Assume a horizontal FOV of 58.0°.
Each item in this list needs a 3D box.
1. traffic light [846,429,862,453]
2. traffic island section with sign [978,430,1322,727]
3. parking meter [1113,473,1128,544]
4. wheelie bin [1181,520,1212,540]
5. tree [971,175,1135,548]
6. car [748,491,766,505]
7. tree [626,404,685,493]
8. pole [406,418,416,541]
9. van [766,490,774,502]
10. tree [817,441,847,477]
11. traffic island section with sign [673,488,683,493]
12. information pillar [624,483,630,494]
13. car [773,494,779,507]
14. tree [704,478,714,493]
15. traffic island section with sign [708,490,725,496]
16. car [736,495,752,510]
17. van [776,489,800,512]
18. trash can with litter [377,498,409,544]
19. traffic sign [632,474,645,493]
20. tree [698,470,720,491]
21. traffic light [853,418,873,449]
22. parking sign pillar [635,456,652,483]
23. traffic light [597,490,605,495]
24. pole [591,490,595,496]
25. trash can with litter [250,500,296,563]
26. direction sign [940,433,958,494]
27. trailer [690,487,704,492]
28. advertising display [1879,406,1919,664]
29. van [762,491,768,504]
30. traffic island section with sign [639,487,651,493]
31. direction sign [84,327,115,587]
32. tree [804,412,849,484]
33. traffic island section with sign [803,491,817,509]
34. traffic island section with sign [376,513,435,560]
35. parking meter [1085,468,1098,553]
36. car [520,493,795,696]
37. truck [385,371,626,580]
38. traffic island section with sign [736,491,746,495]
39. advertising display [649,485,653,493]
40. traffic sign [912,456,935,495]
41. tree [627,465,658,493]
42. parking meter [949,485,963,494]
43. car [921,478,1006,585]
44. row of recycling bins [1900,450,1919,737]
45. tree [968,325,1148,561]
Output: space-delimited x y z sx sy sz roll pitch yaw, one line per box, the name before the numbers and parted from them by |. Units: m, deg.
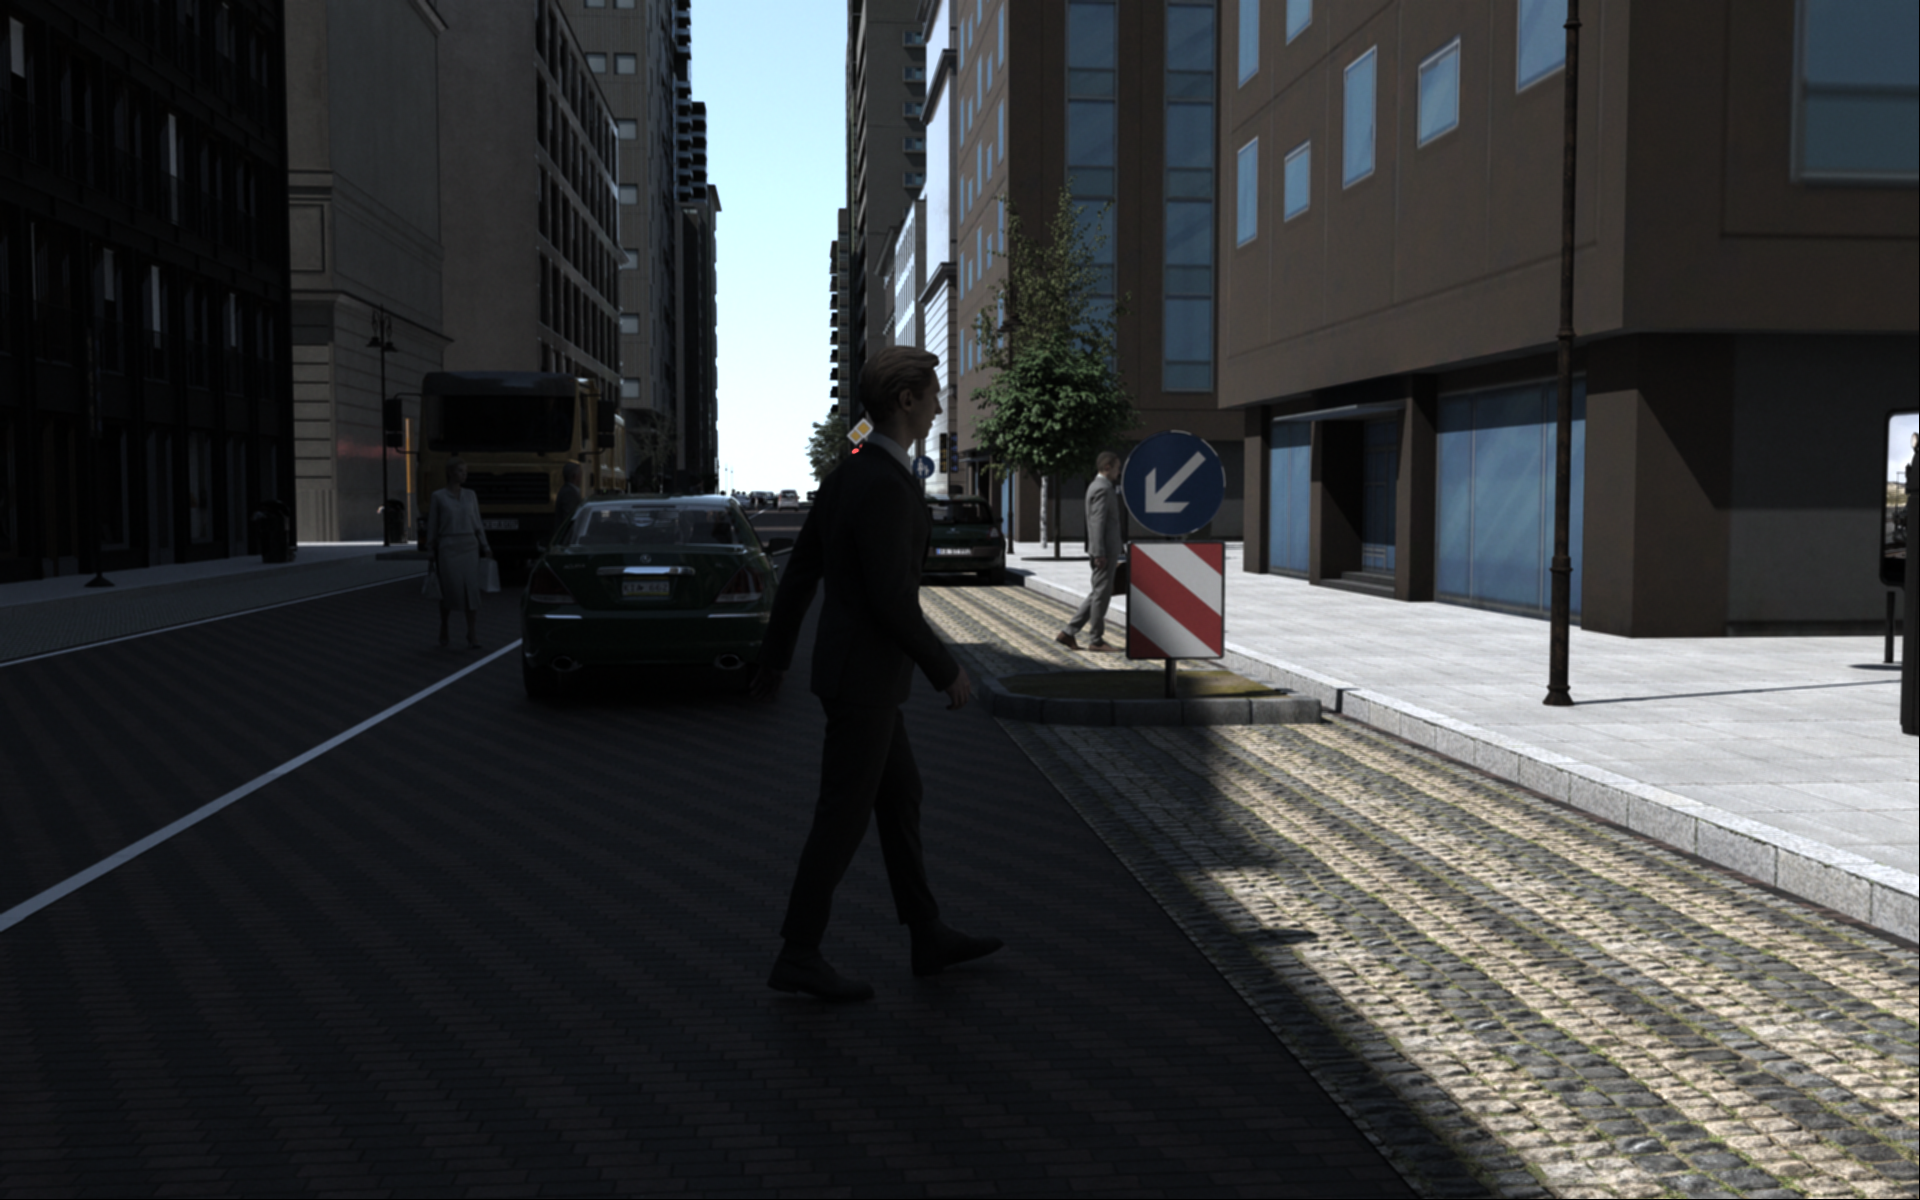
traffic light | -4.320 -5.062 71.686 0.839 4.253 0.868 0 4 -5
traffic island section with sign | 1.156 -0.180 11.565 1.989 1.847 2.006 0 4 -5
parking meter | 4.145 -2.377 44.568 0.399 1.863 0.255 1 4 23
wheelie bin | 5.465 -1.981 40.296 0.980 1.594 0.693 -1 4 -13
tree | 2.018 -5.535 40.867 4.737 8.622 4.395 0 3 0
car | -25.773 -12.894 219.496 2.281 1.827 5.304 0 4 -6
tree | -23.980 -11.450 137.573 4.360 8.622 3.978 0 3 0
pole | -14.849 -3.241 46.833 0.158 3.312 0.155 0 3 0
van | -30.811 -16.706 280.158 2.013 2.044 4.112 0 4 -6
tree | -16.905 -17.219 231.896 4.360 8.622 3.978 0 3 0
traffic island section with sign | -19.538 -6.839 120.440 1.989 1.847 2.006 0 4 -5
information pillar | -21.512 -6.574 111.974 0.304 2.012 0.304 1 4 14
car | -20.053 -11.358 194.497 1.959 1.807 4.718 0 4 -4
tree | -30.106 -13.143 209.487 1.663 3.219 1.824 0 3 0
traffic island section with sign | -24.160 -9.790 168.698 1.989 1.847 2.006 0 4 -5
car | -19.990 -8.885 157.631 2.083 1.381 4.827 0 4 -7
van | -14.158 -8.295 142.642 2.013 2.044 4.112 0 4 -7
trash can with litter | -14.574 -2.033 44.624 0.624 1.170 1.055 0 4 -5
traffic sign | -19.993 -6.579 107.667 0.768 2.556 0.104 0 4 -5
tree | -32.364 -14.548 221.570 4.285 4.588 4.351 0 3 0
traffic light | -3.558 -4.576 63.737 0.839 4.253 0.868 0 4 -5
parking sign pillar | -22.187 -8.122 121.268 1.447 3.967 1.447 2 4 35
traffic light | -14.732 -5.000 70.676 0.839 4.253 0.868 0 4 -5
pole | -18.530 -5.723 87.407 0.158 3.312 0.155 0 3 0
trash can with litter | -12.846 -1.290 32.477 0.624 1.170 1.055 0 4 -8
direction sign | -0.412 -4.424 64.331 0.876 3.537 0.379 3 5 41
trailer | -20.239 -7.709 133.088 1.471 1.999 3.904 0 4 -6
advertising display | 7.095 -0.455 12.659 0.123 1.923 0.974 0 4 -7
van | -27.801 -14.372 241.994 2.013 2.044 4.112 0 4 -5
traffic island section with sign | -16.943 -5.190 93.478 1.989 1.847 2.006 0 4 -5
direction sign | -11.937 -1.953 23.923 0.379 3.537 0.876 -1 4 -16
tree | -17.652 -19.600 238.589 7.486 12.596 7.792 0 3 0
traffic island section with sign | -16.676 -11.565 197.714 1.989 1.847 2.006 0 4 -5
traffic island section with sign | -11.648 -1.808 38.194 1.989 1.847 2.006 0 4 -5
parking meter | 2.910 -1.976 38.012 0.255 1.863 0.399 1 4 22
car | -2.367 -0.124 13.820 2.131 1.459 4.920 0 4 -7
truck | -7.521 -2.110 30.421 3.469 3.379 9.791 0 4 -7
traffic island section with sign | -34.657 -16.490 278.230 1.989 1.847 2.006 0 4 -5
advertising display | -20.919 -6.836 116.974 0.123 1.923 0.974 -2 4 -24
traffic sign | -1.213 -3.503 57.385 0.768 2.556 0.104 0 4 4
tree | -21.382 -7.371 115.122 1.663 3.219 1.824 0 3 0
parking meter | -0.106 -2.308 46.140 0.372 1.533 0.369 0 3 0
car | -0.239 -1.143 28.480 2.009 1.686 4.222 0 4 -4
row of recycling bins | 6.810 -0.132 9.276 3.534 1.692 1.069 -1 4 -10
tree | 1.961 -3.050 33.577 4.285 4.588 4.351 0 3 0
